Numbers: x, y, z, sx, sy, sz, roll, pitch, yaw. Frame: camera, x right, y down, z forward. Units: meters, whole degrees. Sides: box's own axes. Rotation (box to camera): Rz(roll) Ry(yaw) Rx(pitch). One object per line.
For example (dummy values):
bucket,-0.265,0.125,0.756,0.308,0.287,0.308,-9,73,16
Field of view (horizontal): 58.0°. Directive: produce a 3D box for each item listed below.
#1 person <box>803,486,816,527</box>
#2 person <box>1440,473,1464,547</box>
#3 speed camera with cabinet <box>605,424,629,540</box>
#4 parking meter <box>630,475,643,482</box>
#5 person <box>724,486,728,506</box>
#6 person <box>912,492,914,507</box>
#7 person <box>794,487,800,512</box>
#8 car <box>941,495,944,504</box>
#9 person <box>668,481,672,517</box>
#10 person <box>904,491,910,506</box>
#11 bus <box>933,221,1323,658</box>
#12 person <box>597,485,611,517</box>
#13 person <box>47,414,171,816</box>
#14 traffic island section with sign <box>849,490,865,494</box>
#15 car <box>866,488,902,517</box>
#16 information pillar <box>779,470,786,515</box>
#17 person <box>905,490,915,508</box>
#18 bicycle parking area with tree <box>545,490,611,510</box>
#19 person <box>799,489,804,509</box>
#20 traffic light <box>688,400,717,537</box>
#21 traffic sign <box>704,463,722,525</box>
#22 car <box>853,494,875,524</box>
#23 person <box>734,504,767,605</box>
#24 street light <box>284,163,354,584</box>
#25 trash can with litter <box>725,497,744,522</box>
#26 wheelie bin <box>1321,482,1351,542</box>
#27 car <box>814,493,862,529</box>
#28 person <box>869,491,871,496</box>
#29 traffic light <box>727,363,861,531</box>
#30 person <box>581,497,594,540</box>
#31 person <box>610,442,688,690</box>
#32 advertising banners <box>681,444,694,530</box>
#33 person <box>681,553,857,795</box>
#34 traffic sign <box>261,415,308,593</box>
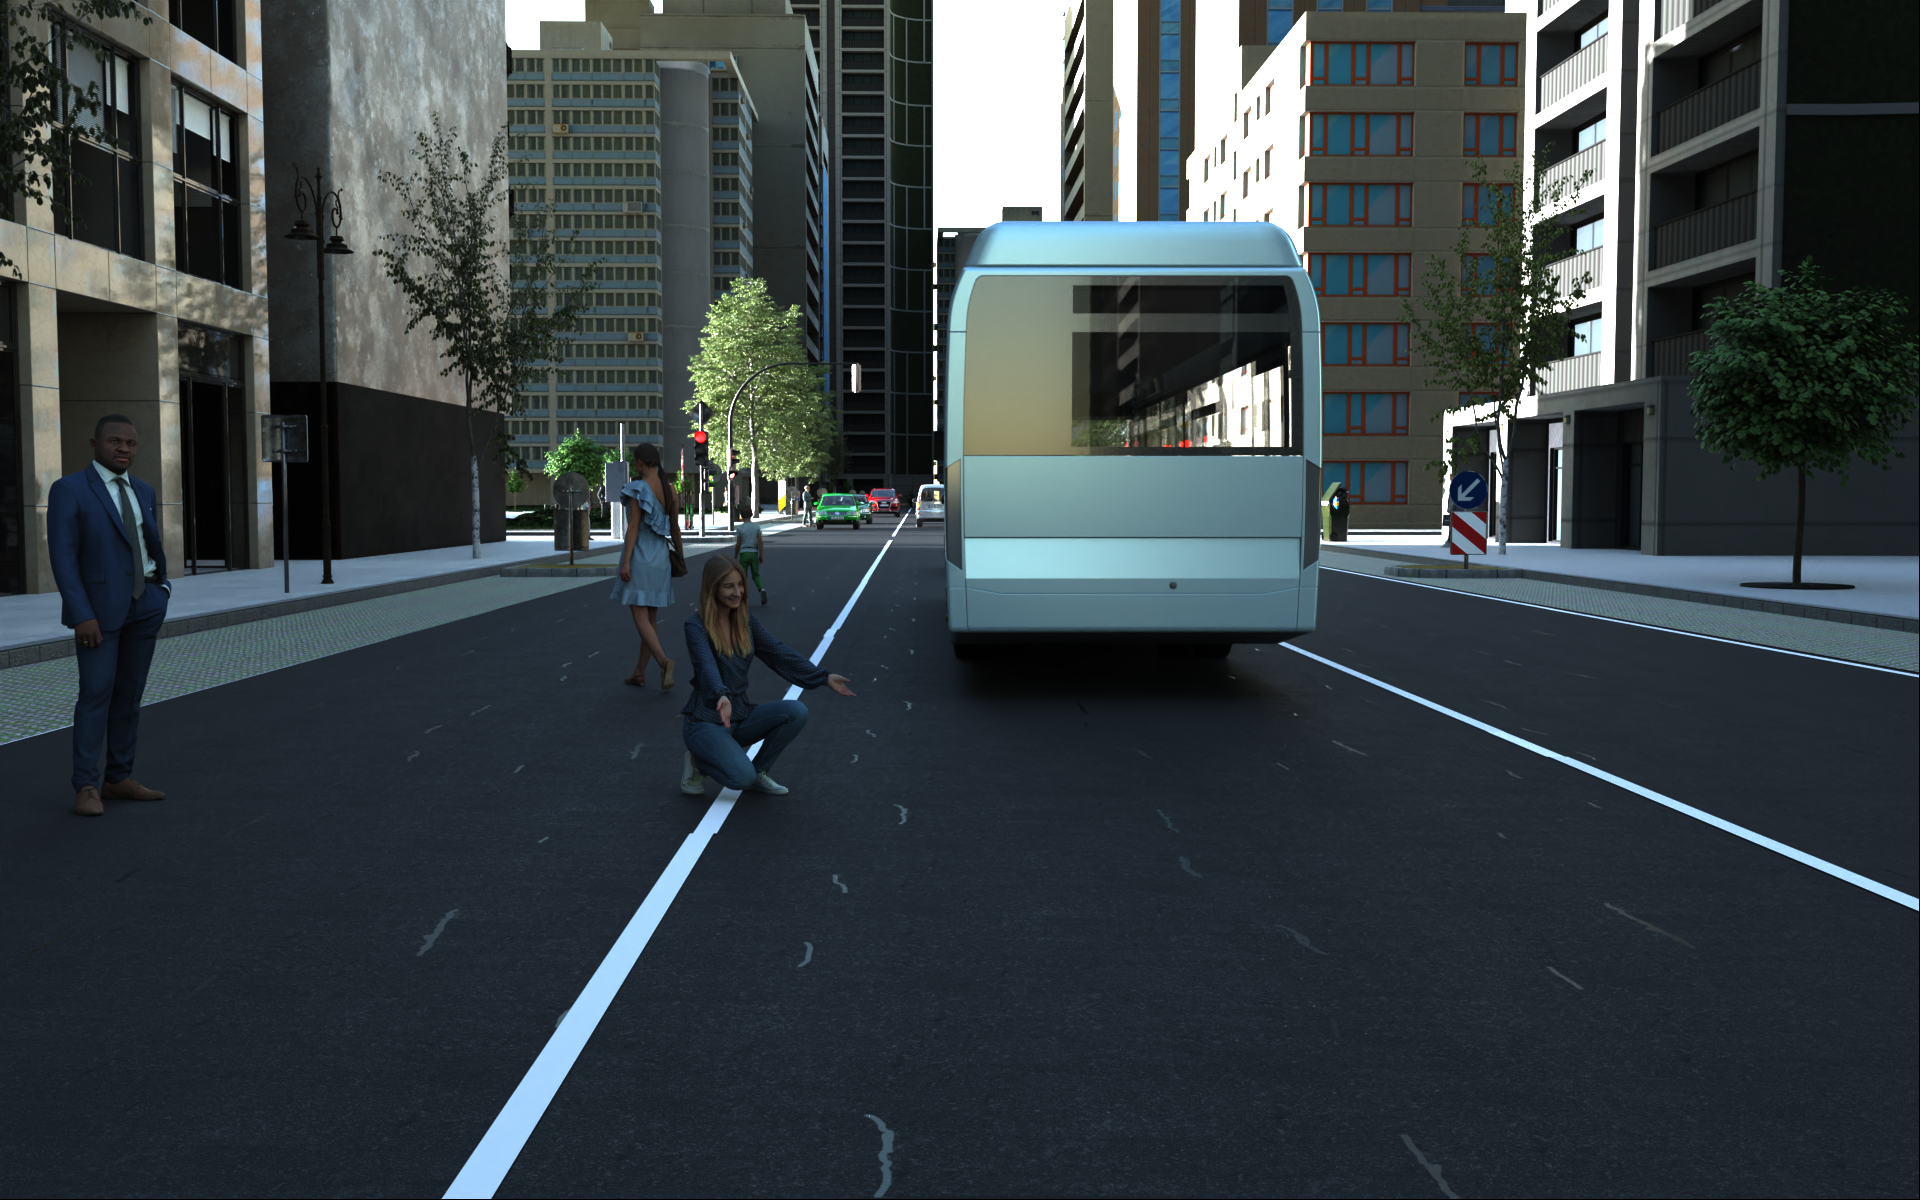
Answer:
person,-6.547,-4.072,75.255,0.590,1.801,0.661,1,4,19
person,11.852,-2.152,41.412,0.728,1.800,0.709,1,4,20
speed camera with cabinet,-9.725,-3.378,49.560,0.660,3.252,2.038,0,4,-3
parking meter,-9.588,-2.787,51.283,0.399,1.863,0.255,-1,4,-15
person,-16.399,-7.094,122.022,0.713,1.824,0.794,-1,4,-16
person,-5.403,-11.486,197.120,0.721,1.723,1.217,1,4,15
person,-11.890,-7.322,125.770,0.555,1.821,0.388,0,4,-7
car,0.799,-1.437,32.171,2.281,1.827,5.304,0,4,-2
person,-12.429,-4.132,73.623,0.620,1.820,0.660,1,4,18
person,-6.081,-12.115,206.670,1.348,1.812,0.705,1,4,14
bus,1.132,-1.435,18.321,2.948,3.499,13.247,0,4,0
person,-14.148,-3.910,69.327,0.474,1.900,0.648,2,4,27
person,-3.942,0.040,8.023,0.419,1.800,0.721,1,4,15
traffic island section with sign,-9.944,-9.362,161.689,1.989,1.847,2.006,0,4,-1
car,-4.806,-6.122,108.775,2.281,1.827,5.304,0,4,-3
information pillar,-11.148,-7.171,108.604,0.504,3.616,0.183,2,4,26
person,-5.004,-10.234,175.966,1.348,1.807,0.705,3,5,40
bicycle parking area with tree,-25.248,-8.371,123.872,9.016,4.147,8.231,2,4,25
person,-13.970,-8.873,152.031,0.541,1.710,0.530,0,4,-3
traffic light,-7.705,-3.848,51.833,0.839,4.253,0.868,0,4,-1
traffic sign,-10.274,-4.403,72.090,0.768,2.556,0.104,0,4,3
car,-5.174,-4.411,83.920,2.131,1.459,4.920,0,4,-2
person,-2.701,-0.586,22.332,0.306,1.304,0.590,-3,4,-39
street light,-9.066,-3.172,24.652,0.468,5.910,1.993,0,4,-1
trash can with litter,-10.195,-4.144,79.142,0.624,1.170,1.055,2,4,27
wheelie bin,10.172,-2.383,46.875,0.693,1.594,0.980,-1,4,-8
car,-5.038,-3.845,71.662,1.959,1.807,4.718,0,4,-3
person,-10.903,-12.281,209.745,0.568,1.767,0.683,0,4,8
traffic light,-5.799,-5.213,59.899,4.771,5.953,1.251,0,4,-1
person,-10.377,-2.314,48.160,0.394,1.301,0.425,-1,4,-12
person,-2.260,-0.258,12.814,0.616,1.811,0.778,-3,4,-38
advertising banners,-9.687,-3.991,61.438,0.090,3.025,2.074,0,4,2
person,-0.953,0.351,8.256,0.738,1.151,1.012,3,5,45
traffic sign,-8.738,-1.241,22.424,0.606,2.300,0.079,0,4,3
